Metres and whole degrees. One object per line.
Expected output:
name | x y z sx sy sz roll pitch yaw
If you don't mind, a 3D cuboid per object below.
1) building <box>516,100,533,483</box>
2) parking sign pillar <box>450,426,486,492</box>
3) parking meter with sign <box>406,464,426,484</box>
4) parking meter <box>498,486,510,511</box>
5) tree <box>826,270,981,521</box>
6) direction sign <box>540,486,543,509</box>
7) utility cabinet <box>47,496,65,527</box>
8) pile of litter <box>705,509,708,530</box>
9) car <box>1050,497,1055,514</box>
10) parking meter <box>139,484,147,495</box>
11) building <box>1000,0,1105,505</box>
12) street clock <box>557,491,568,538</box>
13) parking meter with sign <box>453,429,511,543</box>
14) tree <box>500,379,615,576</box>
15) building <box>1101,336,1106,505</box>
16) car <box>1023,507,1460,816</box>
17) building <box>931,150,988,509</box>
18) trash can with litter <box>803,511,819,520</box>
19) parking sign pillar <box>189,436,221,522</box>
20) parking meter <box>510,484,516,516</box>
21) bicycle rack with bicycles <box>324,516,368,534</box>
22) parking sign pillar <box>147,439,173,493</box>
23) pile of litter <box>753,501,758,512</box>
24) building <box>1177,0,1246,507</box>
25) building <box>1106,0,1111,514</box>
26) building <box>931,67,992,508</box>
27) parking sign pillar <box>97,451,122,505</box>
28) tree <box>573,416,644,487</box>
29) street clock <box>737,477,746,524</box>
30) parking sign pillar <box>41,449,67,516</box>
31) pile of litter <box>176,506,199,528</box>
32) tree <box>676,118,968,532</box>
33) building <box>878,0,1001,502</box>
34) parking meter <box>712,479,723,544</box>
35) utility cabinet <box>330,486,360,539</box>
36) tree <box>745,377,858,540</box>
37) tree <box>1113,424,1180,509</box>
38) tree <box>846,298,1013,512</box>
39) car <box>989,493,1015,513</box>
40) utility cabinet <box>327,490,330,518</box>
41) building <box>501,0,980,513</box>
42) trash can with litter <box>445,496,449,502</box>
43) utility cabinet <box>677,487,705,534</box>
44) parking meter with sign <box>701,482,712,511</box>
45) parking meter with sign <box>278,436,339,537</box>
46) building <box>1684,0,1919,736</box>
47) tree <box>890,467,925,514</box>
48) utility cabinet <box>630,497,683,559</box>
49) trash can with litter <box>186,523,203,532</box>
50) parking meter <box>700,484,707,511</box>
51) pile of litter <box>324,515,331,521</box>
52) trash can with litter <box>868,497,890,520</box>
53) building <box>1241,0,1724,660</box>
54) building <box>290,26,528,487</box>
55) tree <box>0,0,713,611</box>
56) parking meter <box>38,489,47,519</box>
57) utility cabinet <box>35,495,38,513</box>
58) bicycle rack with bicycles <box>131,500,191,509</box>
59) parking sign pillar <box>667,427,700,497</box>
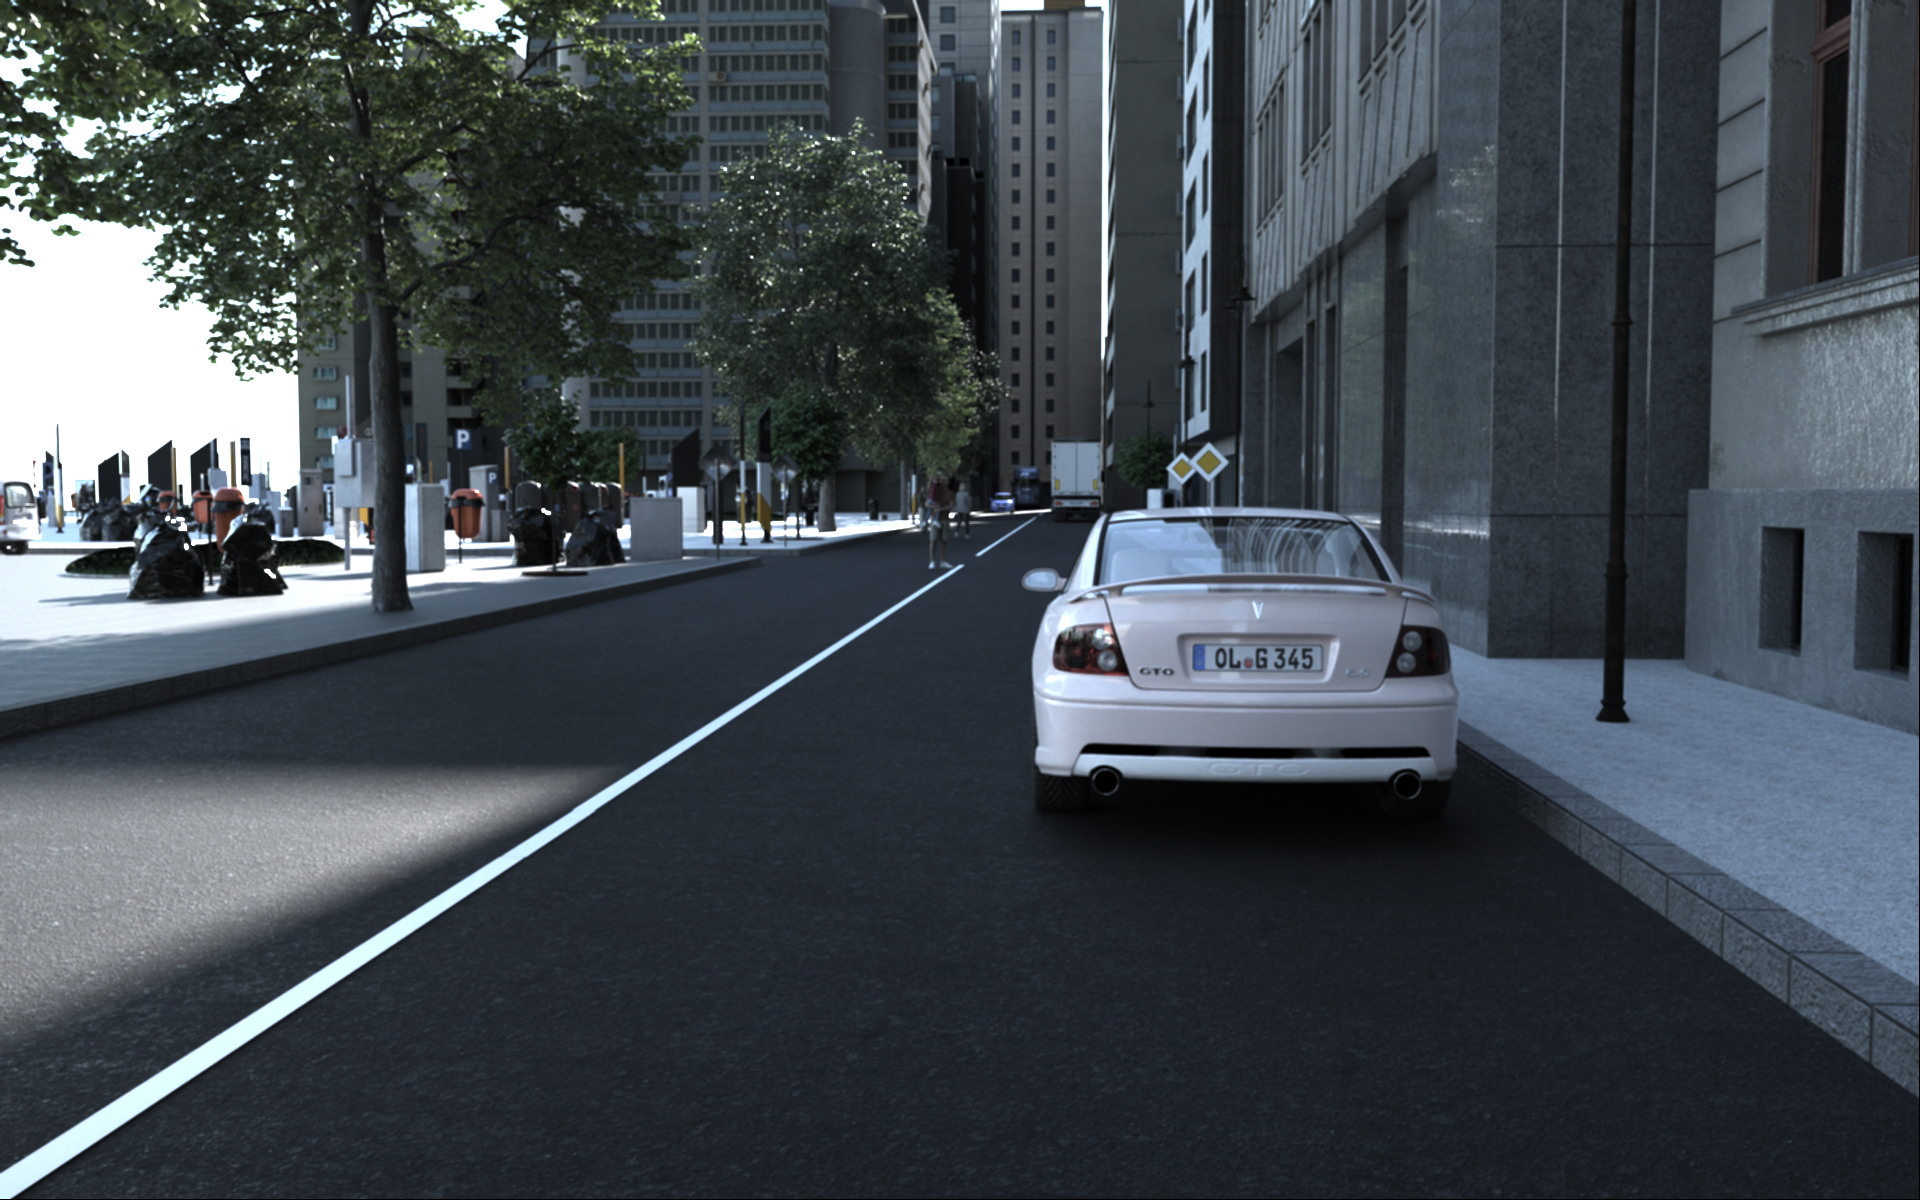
building | -31.187 -32.317 183.008 28.867 44.769 22.147 0 4 4
parking sign pillar | -19.462 -4.898 68.560 1.447 3.967 1.447 0 4 5
parking meter with sign | -32.057 -6.520 102.855 0.543 3.016 1.738 1 4 22
parking meter | -12.771 -2.447 48.412 0.372 1.533 0.369 0 3 0
tree | -3.049 -10.058 82.582 7.486 12.596 7.792 0 3 0
direction sign | -10.455 -3.134 43.235 0.379 3.537 0.876 0 4 -8
utility cabinet | -35.098 -3.431 67.266 0.306 1.237 1.020 0 4 -7
pile of litter | -9.478 -2.910 61.547 1.176 0.858 1.719 1 4 10
car | 7.627 -7.106 128.192 2.014 1.417 4.499 0 4 3
parking meter | -45.359 -5.532 96.154 0.255 1.863 0.399 1 4 18
building | 3.054 -40.838 209.700 28.212 58.520 21.231 0 4 4
street clock | -11.501 -2.780 50.018 0.358 2.002 0.471 1 4 10
parking meter with sign | -12.658 -3.044 46.023 1.738 3.016 0.543 2 4 34
tree | -6.297 -2.006 27.397 1.663 3.219 1.824 0 3 0
building | 32.079 -22.448 212.057 28.899 21.520 27.650 0 4 4
car | 1.350 0.197 9.141 2.083 1.381 4.827 0 4 4
building | -4.983 -23.058 148.703 14.160 30.474 14.107 0 4 4
trash can with litter | -7.521 -4.709 88.051 1.678 1.210 2.233 2 4 34
parking sign pillar | -35.344 -5.668 81.138 1.447 3.967 1.447 0 4 0
parking meter | -26.109 -5.843 101.237 0.255 1.863 0.399 -3 4 -37
bicycle rack with bicycles | -20.089 -2.606 55.991 2.852 0.926 2.925 0 4 -8
parking sign pillar | -38.885 -5.868 84.407 1.447 3.967 1.447 0 4 5
pile of litter | -13.957 -6.223 115.705 1.719 0.858 1.176 1 4 10
building | 13.305 -16.773 45.943 14.107 30.474 14.160 0 4 4
building | 19.460 -29.161 100.490 21.300 48.544 21.600 0 4 4
building | -4.368 -29.297 162.597 14.154 41.232 14.086 0 4 4
parking sign pillar | -52.962 -7.302 107.857 1.447 3.967 1.447 -1 4 -13
tree | -14.848 -5.468 73.115 4.285 4.588 4.351 0 3 0
street clock | -9.346 -4.252 74.089 0.358 2.002 0.471 -1 4 -23
parking sign pillar | -54.369 -7.052 103.765 1.447 3.967 1.447 1 4 22
pile of litter | -29.290 -3.135 65.225 1.719 0.858 1.176 2 4 31
tree | -4.573 -9.244 57.799 9.857 13.997 8.962 0 3 0
building | -6.387 -45.505 182.251 20.611 71.187 20.563 0 4 4
parking meter | -6.209 -2.364 44.370 0.255 1.863 0.399 -1 4 -12
utility cabinet | -17.230 -2.446 48.677 0.318 1.500 1.173 0 4 2
tree | -4.489 -3.976 48.716 4.285 4.588 4.351 0 3 0
tree | 8.807 -5.953 81.039 4.285 4.588 4.351 0 3 0
tree | -1.761 -11.192 99.992 9.611 12.733 9.660 0 3 0
car | 3.180 -7.328 129.397 1.945 1.707 3.694 0 4 4
utility cabinet | -33.177 -5.101 92.079 1.173 1.500 0.318 3 4 38
building | -14.918 -26.787 129.854 32.217 40.220 23.993 0 4 4
trash can with litter | -20.022 -3.404 66.718 1.678 1.210 2.233 0 4 -3
utility cabinet | -8.625 -2.870 55.596 0.318 1.500 1.173 -3 5 -41
parking meter with sign | -16.296 -7.042 111.397 1.738 3.016 0.543 -1 4 -9
parking meter with sign | -19.463 -3.397 51.799 1.738 3.016 0.543 -3 4 -36
building | 10.790 -13.024 0.334 14.401 28.519 23.554 0 4 4
tree | -3.201 -9.823 110.970 4.360 8.622 3.978 0 3 0
utility cabinet | -6.000 -1.411 34.224 1.020 1.237 0.306 -1 4 -9
trash can with litter | -25.755 -2.888 58.603 1.055 1.170 0.624 -3 5 -40
parking meter | -15.074 -5.876 101.784 0.255 1.863 0.399 2 4 32
pile of litter | -30.043 -4.146 81.755 1.176 0.858 1.719 -1 4 -18
trash can with litter | -4.001 -4.533 85.496 1.055 1.170 0.624 0 4 -1
building | 10.748 -12.492 22.274 12.078 24.808 19.932 0 4 4
building | -56.325 -34.341 185.180 21.600 48.544 21.300 0 4 4
tree | -6.744 -6.160 18.835 7.486 12.596 7.792 0 3 0
parking meter | -47.283 -4.942 89.209 0.372 1.533 0.369 0 3 0
utility cabinet | -56.923 -5.799 105.973 1.020 1.237 0.306 -3 5 -41
bicycle rack with bicycles | -47.563 -5.407 101.786 2.925 0.926 2.852 1 4 15
parking sign pillar | -11.098 -4.957 69.520 1.447 3.967 1.447 -3 5 -43
